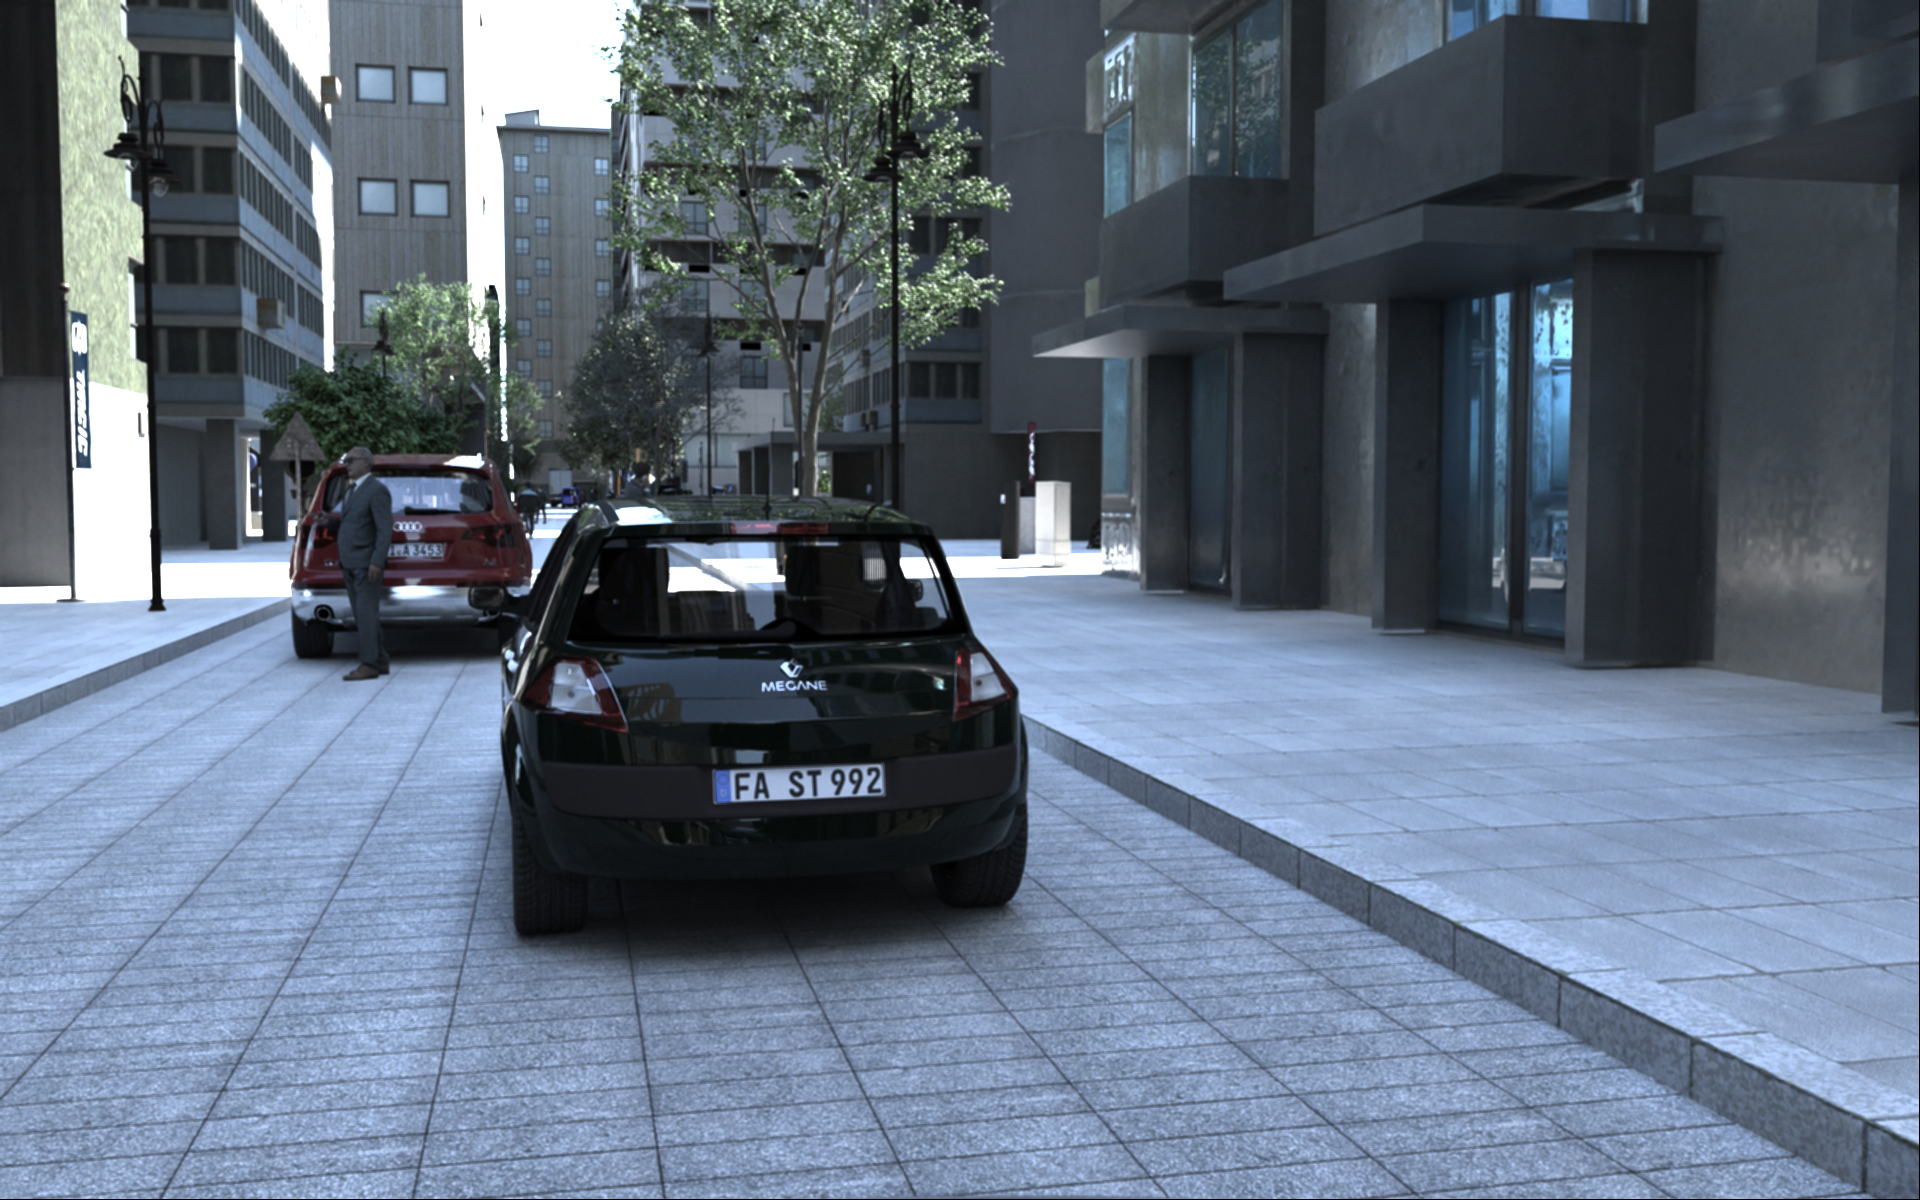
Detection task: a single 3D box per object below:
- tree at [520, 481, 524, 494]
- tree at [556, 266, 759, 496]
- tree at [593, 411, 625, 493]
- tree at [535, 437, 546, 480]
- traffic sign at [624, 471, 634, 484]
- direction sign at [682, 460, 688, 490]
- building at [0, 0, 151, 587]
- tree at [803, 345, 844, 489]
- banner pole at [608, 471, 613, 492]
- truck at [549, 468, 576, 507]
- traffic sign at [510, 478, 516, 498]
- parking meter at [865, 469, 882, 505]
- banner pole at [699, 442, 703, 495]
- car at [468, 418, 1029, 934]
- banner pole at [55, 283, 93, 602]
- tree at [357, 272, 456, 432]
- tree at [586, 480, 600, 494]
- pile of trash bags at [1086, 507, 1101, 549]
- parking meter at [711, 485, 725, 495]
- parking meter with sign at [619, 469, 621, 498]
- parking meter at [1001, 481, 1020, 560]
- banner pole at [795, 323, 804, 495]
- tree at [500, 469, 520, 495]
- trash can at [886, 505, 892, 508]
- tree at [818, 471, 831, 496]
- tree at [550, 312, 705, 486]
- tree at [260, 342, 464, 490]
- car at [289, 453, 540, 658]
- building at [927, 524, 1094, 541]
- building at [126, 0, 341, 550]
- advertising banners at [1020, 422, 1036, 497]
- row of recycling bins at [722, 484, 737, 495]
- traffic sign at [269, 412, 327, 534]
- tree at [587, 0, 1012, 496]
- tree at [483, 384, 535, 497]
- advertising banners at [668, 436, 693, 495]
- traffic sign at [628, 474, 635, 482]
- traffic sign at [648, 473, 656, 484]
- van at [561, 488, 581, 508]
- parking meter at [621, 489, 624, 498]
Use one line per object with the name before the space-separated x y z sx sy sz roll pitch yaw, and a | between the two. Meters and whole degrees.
tree | -47.947 -11.669 185.393 1.663 3.219 1.824 0 3 0
tree | -15.712 -10.990 90.054 12.009 13.543 11.850 0 3 0
tree | -30.778 -12.381 152.790 4.360 8.622 3.978 0 3 0
tree | -44.304 -13.677 173.974 4.360 8.622 3.978 0 3 0
traffic sign | -18.330 -5.891 96.419 0.768 2.556 0.104 0 4 -6
direction sign | -18.560 -7.640 116.916 0.379 3.537 0.876 -2 4 -31
building | -18.649 -15.153 19.448 14.160 30.474 14.107 -1 4 -13
tree | -5.548 -8.083 82.527 4.737 8.622 4.395 0 3 0
banner pole | -29.320 -9.480 145.018 0.863 3.779 0.401 3 5 41
truck | -44.207 -12.449 192.459 2.839 4.237 11.283 -1 4 -11
traffic sign | -35.458 -8.362 136.822 0.768 2.556 0.104 -1 4 -10
parking meter | -2.024 -2.125 40.462 0.255 1.863 0.399 -3 4 -36
banner pole | -12.423 -5.692 83.080 0.401 3.779 0.863 -1 4 -18
car | -1.004 0.160 7.178 2.009 1.686 4.222 -1 4 -15
banner pole | -10.649 -1.888 20.893 0.401 3.779 0.863 0 4 -4
tree | -24.095 -9.456 80.353 9.928 11.665 9.643 0 3 0
tree | -44.549 -13.276 211.666 1.663 3.219 1.824 0 3 0
pile of trash bags | 4.419 -1.946 41.565 1.912 1.369 3.447 2 4 27
parking meter | -6.792 -2.462 48.670 0.372 1.533 0.369 0 3 0
parking meter with sign | -23.332 -7.549 119.691 0.543 3.016 1.738 -1 4 -8
parking meter | 0.986 -1.558 33.892 0.372 1.533 0.369 0 3 0
banner pole | -2.360 -2.183 25.704 0.401 3.779 0.863 0 4 -4
tree | -35.448 -8.574 134.781 1.663 3.219 1.824 0 3 0
trash can | -1.194 -0.661 22.469 0.748 1.137 0.748 0 3 0
tree | -9.236 -7.654 119.751 1.663 3.219 1.824 0 3 0
tree | -20.718 -11.670 107.817 9.611 12.733 9.660 0 3 0
tree | -13.384 -3.303 37.713 4.285 4.588 4.351 0 3 0
car | -5.237 -0.500 16.845 2.281 1.827 5.304 -1 4 -15
building | 9.276 -22.236 55.436 32.217 40.220 23.993 -1 4 -13
building | -29.568 -21.602 45.070 23.993 40.220 32.217 -1 4 -13
advertising banners | 1.445 -2.778 41.602 0.090 3.025 2.074 2 4 24
row of recycling bins | -8.654 -3.737 68.216 1.069 1.692 3.534 -2 4 -24
traffic sign | -10.455 -1.674 27.376 0.884 2.594 0.081 0 4 -5
tree | -2.895 -6.505 32.120 9.928 11.665 9.643 0 3 0
tree | -31.324 -10.184 116.873 4.360 8.622 3.978 0 3 0
advertising banners | -8.558 -3.474 52.987 0.090 3.025 2.074 1 4 11
traffic sign | -14.260 -4.461 76.581 0.795 2.450 0.064 -1 4 -13
traffic sign | -12.479 -3.985 68.796 0.795 2.450 0.064 -1 4 -13
van | -39.040 -10.377 174.041 2.240 2.365 5.245 -1 4 -11
parking meter | -18.128 -5.203 93.483 0.372 1.533 0.369 0 3 0
